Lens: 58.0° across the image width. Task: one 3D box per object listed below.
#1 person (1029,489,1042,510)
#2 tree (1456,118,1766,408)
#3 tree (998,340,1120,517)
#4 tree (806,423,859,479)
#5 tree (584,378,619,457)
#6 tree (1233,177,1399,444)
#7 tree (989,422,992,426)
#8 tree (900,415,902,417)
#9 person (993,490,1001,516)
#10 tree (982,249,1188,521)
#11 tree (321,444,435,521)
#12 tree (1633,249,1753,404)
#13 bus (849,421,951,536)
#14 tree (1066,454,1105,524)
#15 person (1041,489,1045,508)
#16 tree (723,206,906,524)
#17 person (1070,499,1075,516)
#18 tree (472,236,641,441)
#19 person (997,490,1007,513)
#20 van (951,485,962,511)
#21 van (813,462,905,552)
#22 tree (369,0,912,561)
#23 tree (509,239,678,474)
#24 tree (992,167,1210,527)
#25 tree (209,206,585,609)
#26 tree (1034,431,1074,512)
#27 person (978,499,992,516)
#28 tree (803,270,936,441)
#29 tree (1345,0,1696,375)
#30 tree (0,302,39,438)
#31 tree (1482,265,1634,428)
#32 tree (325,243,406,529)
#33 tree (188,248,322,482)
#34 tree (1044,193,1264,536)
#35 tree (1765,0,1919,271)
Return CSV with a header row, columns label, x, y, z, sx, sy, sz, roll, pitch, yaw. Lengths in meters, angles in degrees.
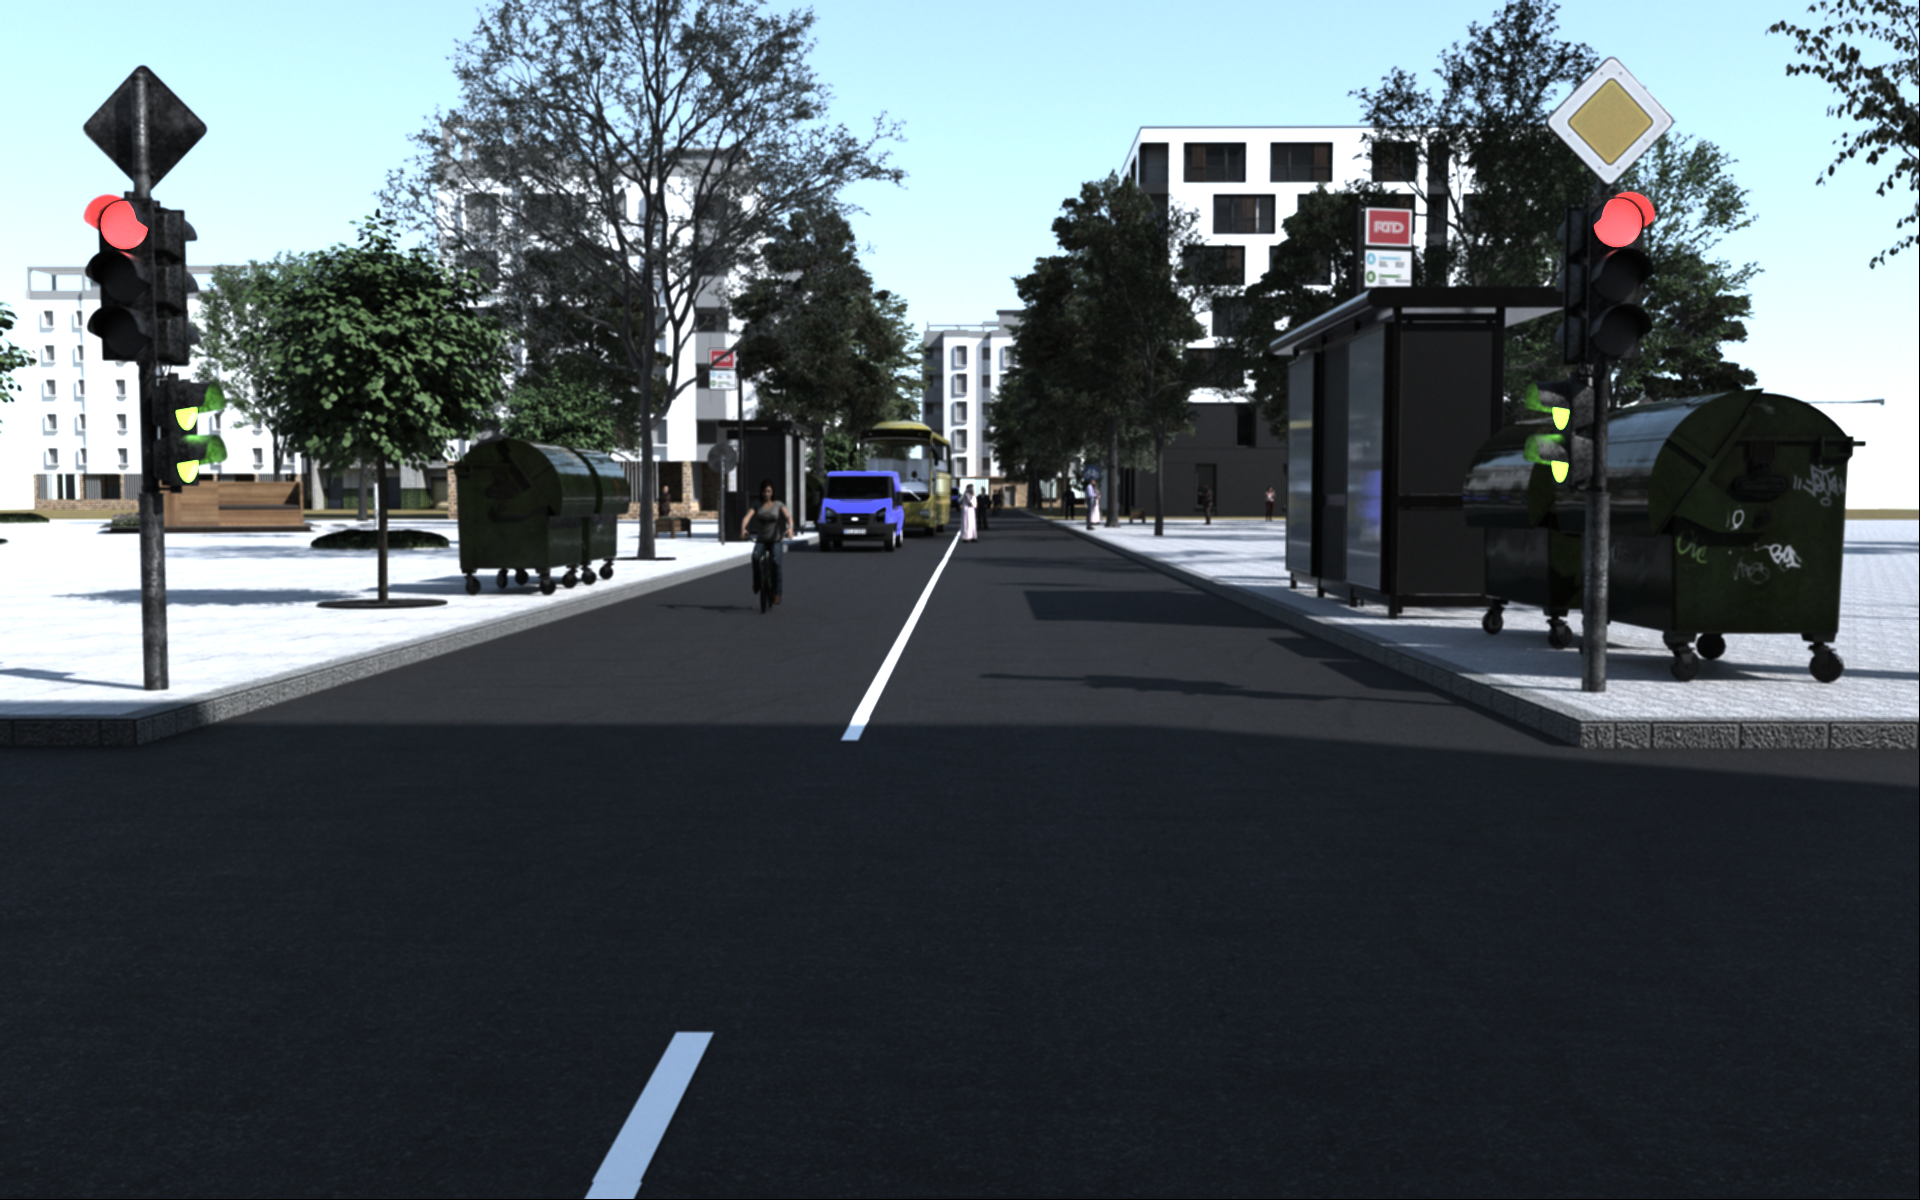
label,x,y,z,sx,sy,sz,roll,pitch,yaw
person,6.145,-8.234,141.195,1.217,1.766,0.721,2,4,26
tree,16.967,-7.331,45.615,9.928,11.665,9.643,0,3,0
tree,5.965,-10.517,97.706,9.928,11.665,9.643,0,3,0
tree,-5.829,-5.902,80.209,4.285,4.588,4.351,0,3,0
tree,-10.244,-3.713,44.416,4.285,4.588,4.351,0,3,0
tree,15.365,-9.911,69.468,7.806,13.903,7.818,0,3,0
tree,6.191,-14.221,139.931,7.806,13.903,7.818,0,3,0
tree,-5.286,-10.956,129.492,4.737,8.622,4.395,0,3,0
person,2.376,-6.414,114.178,0.445,1.727,0.742,3,4,38
tree,6.623,-10.791,83.087,9.857,13.997,8.962,0,3,0
tree,-28.337,-9.788,82.094,6.751,12.117,7.091,0,3,0
tree,32.226,-9.462,76.765,6.751,12.117,7.091,0,3,0
bus,-1.870,-4.303,61.895,2.896,3.916,12.252,0,4,3
tree,5.696,-4.952,75.562,1.663,3.219,1.824,0,3,0
person,7.621,-9.480,161.752,0.721,1.736,1.217,3,5,39
tree,-6.188,-10.155,73.454,7.806,13.903,7.818,0,3,0
person,6.592,-5.635,101.442,0.557,1.426,1.065,0,4,1
tree,-14.570,-7.831,62.445,7.601,10.594,8.767,0,4,6
person,2.978,-7.514,132.035,1.217,1.739,0.721,-1,4,-17
van,-0.922,-8.623,145.369,2.240,2.365,5.245,0,4,2
van,-2.518,-2.472,44.806,2.240,2.365,5.245,0,4,1
tree,-5.997,-7.526,33.413,12.009,13.543,11.850,0,3,0
tree,-15.138,-9.185,72.229,6.751,12.117,7.091,0,3,0
tree,5.646,-9.723,66.389,7.806,13.903,7.818,0,3,0
tree,-6.752,-2.211,19.867,4.285,4.588,4.351,0,3,0
tree,6.758,-10.665,124.728,4.737,8.622,4.395,0,3,0
person,1.622,-6.108,111.551,0.799,1.438,0.628,-1,4,-17
tree,-5.020,-10.405,88.243,7.486,12.596,7.792,0,3,0
tree,9.440,-5.922,31.243,7.601,10.594,8.767,1,4,9
tree,-13.589,-2.349,22.124,4.285,4.588,4.351,0,3,0
tree,23.737,-9.287,73.896,6.751,12.117,7.091,0,3,0
tree,-17.115,-6.088,49.902,4.360,8.622,3.978,0,3,0
tree,-28.328,-8.946,72.024,9.928,11.665,9.643,0,3,0
tree,6.344,-7.253,52.992,8.767,10.594,7.601,3,5,43
tree,10.365,-4.091,17.244,4.360,8.622,3.978,0,3,0
